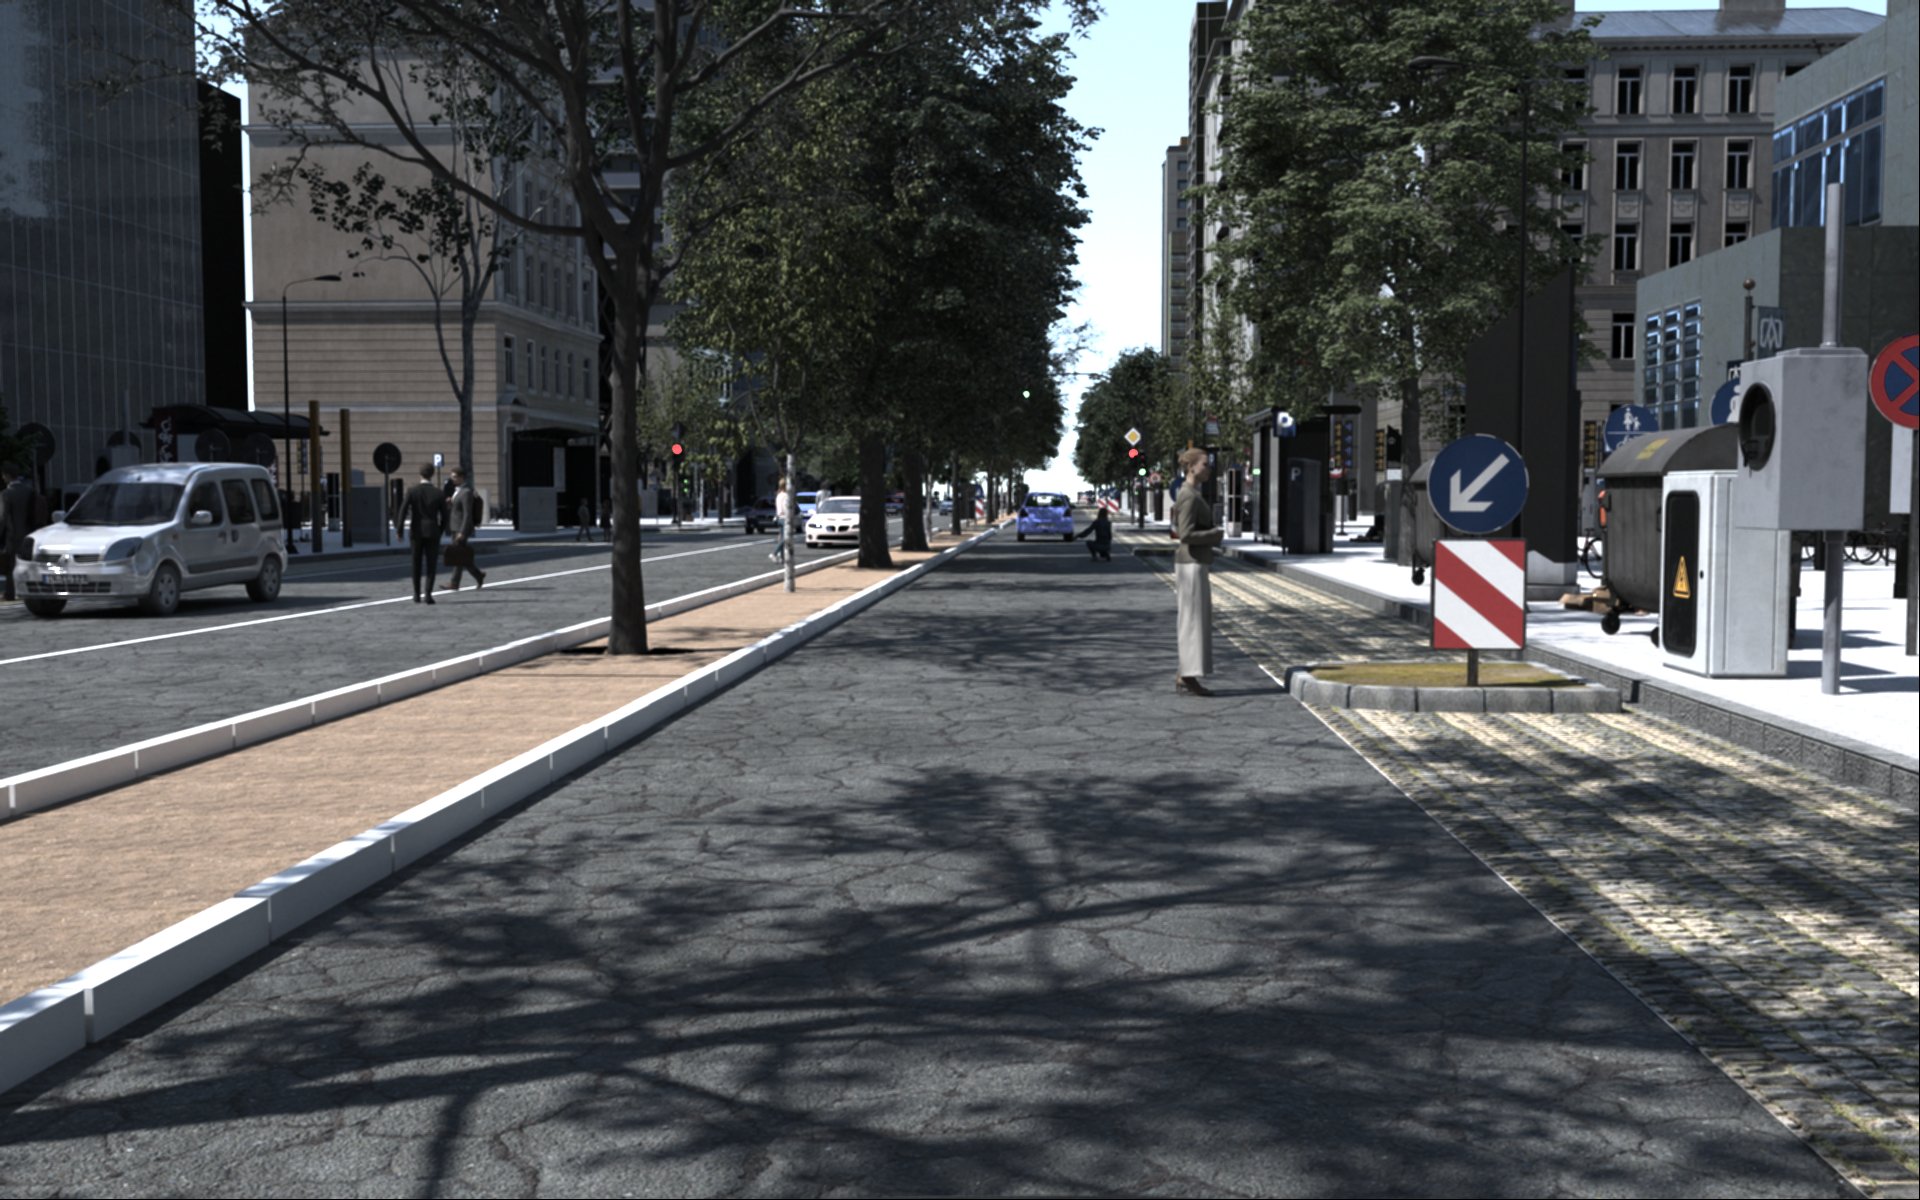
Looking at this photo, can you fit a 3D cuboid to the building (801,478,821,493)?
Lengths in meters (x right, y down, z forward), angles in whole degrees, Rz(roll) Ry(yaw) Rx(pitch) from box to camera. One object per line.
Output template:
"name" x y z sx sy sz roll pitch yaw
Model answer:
"building" -32.025 -30.542 191.238 32.217 40.220 23.993 0 4 3

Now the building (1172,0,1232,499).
"building" 41.758 -49.741 251.524 20.563 71.187 20.611 0 4 3

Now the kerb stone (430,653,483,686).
"kerb stone" -3.908 0.551 13.284 0.120 0.150 1.000 0 4 3

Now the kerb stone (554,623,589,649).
"kerb stone" -3.719 0.358 16.346 0.120 0.150 1.000 0 4 3

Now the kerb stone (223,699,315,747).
"kerb stone" -4.096 0.735 10.218 0.120 0.150 1.000 0 4 3

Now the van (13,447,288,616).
"van" -10.063 -0.900 21.728 2.013 2.044 4.112 0 4 4

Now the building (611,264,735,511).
"building" -24.530 -16.773 138.860 10.561 19.102 19.286 0 4 3

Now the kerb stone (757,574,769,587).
"kerb stone" -3.117 -0.269 26.588 0.120 0.150 1.000 0 4 3

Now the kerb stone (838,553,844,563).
"kerb stone" -2.568 -0.833 35.814 0.120 0.150 1.000 0 4 3

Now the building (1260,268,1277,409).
"building" 31.165 -18.905 138.773 12.332 23.373 15.834 0 4 3

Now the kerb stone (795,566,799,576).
"kerb stone" -2.932 -0.455 29.669 0.120 0.150 1.000 0 4 3

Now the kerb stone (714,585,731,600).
"kerb stone" -3.299 -0.081 23.515 0.120 0.150 1.000 0 4 3

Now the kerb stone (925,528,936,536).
"kerb stone" -1.042 -2.394 61.414 0.120 0.150 1.000 0 4 3

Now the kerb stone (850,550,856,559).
"kerb stone" -2.454 -0.954 37.855 0.120 0.150 1.000 0 4 3

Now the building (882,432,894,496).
"building" -18.561 -38.971 287.293 14.600 45.320 14.200 0 4 3

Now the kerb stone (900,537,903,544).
"kerb stone" -1.778 -1.646 49.107 0.120 0.150 1.000 0 4 3

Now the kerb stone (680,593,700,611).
"kerb stone" -3.417 0.044 21.470 0.120 0.150 1.000 0 4 3

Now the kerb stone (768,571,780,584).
"kerb stone" -3.057 -0.331 27.615 0.120 0.150 1.000 0 4 3

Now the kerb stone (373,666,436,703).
"kerb stone" -3.968 0.610 12.261 0.120 0.150 1.000 0 4 3

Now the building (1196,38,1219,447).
"building" 42.188 -37.164 196.867 28.713 52.752 27.495 0 4 3

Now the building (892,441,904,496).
"building" -16.320 -37.788 301.427 14.154 41.232 14.086 0 4 3

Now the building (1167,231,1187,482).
"building" 39.392 -35.861 269.925 14.154 41.232 14.086 0 4 3

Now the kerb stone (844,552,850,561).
"kerb stone" -2.504 -0.895 36.834 0.120 0.150 1.000 0 4 3

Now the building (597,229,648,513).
"building" -29.761 -15.174 115.540 16.820 18.784 16.811 0 4 3

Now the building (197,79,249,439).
"building" -48.489 -16.043 91.976 15.834 23.373 12.332 0 4 3

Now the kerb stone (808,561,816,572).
"kerb stone" -2.813 -0.582 31.710 0.120 0.150 1.000 0 4 3

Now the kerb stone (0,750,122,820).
"kerb stone" -4.214 0.858 8.170 0.120 0.150 1.000 0 4 3

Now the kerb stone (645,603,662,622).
"kerb stone" -3.551 0.169 19.426 0.120 0.150 1.000 0 4 3

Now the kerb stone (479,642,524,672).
"kerb stone" -3.842 0.489 14.306 0.120 0.150 1.000 0 4 3

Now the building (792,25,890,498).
"building" -21.571 -50.809 268.984 20.563 71.187 20.611 0 4 3

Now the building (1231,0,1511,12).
"building" 40.956 -35.429 168.499 28.713 52.752 27.495 0 4 3

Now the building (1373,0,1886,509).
"building" 34.410 -17.738 87.283 25.104 27.353 12.463 0 4 3

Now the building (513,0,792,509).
"building" -28.375 -38.037 163.905 21.231 58.520 28.212 0 4 3

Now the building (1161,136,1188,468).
"building" 44.256 -45.795 290.746 21.231 58.520 28.212 0 4 3

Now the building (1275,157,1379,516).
"building" 29.808 -18.131 115.507 14.314 24.678 30.058 0 4 3

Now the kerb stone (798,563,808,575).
"kerb stone" -2.867 -0.519 30.689 0.120 0.150 1.000 0 4 3

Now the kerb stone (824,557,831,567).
"kerb stone" -2.687 -0.707 33.761 0.120 0.150 1.000 0 4 3

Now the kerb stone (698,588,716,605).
"kerb stone" -3.361 -0.018 22.495 0.120 0.150 1.000 0 4 3

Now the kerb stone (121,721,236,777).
"kerb stone" -4.159 0.795 9.198 0.120 0.150 1.000 0 4 3

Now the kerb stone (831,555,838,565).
"kerb stone" -2.631 -0.770 34.791 0.120 0.150 1.000 0 4 3

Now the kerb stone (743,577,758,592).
"kerb stone" -3.170 -0.204 25.560 0.120 0.150 1.000 0 4 3

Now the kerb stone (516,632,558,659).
"kerb stone" -3.785 0.420 15.326 0.120 0.150 1.000 0 4 3

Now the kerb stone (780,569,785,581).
"kerb stone" -2.993 -0.394 28.636 0.120 0.150 1.000 0 4 3

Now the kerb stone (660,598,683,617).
"kerb stone" -3.475 0.107 20.446 0.120 0.150 1.000 0 4 3

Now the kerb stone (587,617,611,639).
"kerb stone" -3.663 0.295 17.377 0.120 0.150 1.000 0 4 3

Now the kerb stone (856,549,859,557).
"kerb stone" -2.386 -1.021 38.883 0.120 0.150 1.000 0 4 3

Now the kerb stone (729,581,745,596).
"kerb stone" -3.235 -0.140 24.539 0.120 0.150 1.000 0 4 3

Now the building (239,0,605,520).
"building" -28.793 -18.985 96.307 13.634 28.700 20.117 0 4 3

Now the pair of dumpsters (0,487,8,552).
"pair of dumpsters" -17.928 -1.634 29.212 1.574 2.255 4.437 0 4 3

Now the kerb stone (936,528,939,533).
"kerb stone" -0.858 -2.587 64.492 0.120 0.150 1.000 0 4 3

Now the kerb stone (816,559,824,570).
"kerb stone" -2.745 -0.641 32.730 0.120 0.150 1.000 0 4 3

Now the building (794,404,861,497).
"building" -20.127 -29.379 252.039 14.160 30.474 14.107 0 4 3

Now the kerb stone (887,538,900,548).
"kerb stone" -1.845 -1.584 48.087 0.120 0.150 1.000 0 4 3

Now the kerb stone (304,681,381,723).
"kerb stone" -4.032 0.670 11.241 0.120 0.150 1.000 0 4 3
